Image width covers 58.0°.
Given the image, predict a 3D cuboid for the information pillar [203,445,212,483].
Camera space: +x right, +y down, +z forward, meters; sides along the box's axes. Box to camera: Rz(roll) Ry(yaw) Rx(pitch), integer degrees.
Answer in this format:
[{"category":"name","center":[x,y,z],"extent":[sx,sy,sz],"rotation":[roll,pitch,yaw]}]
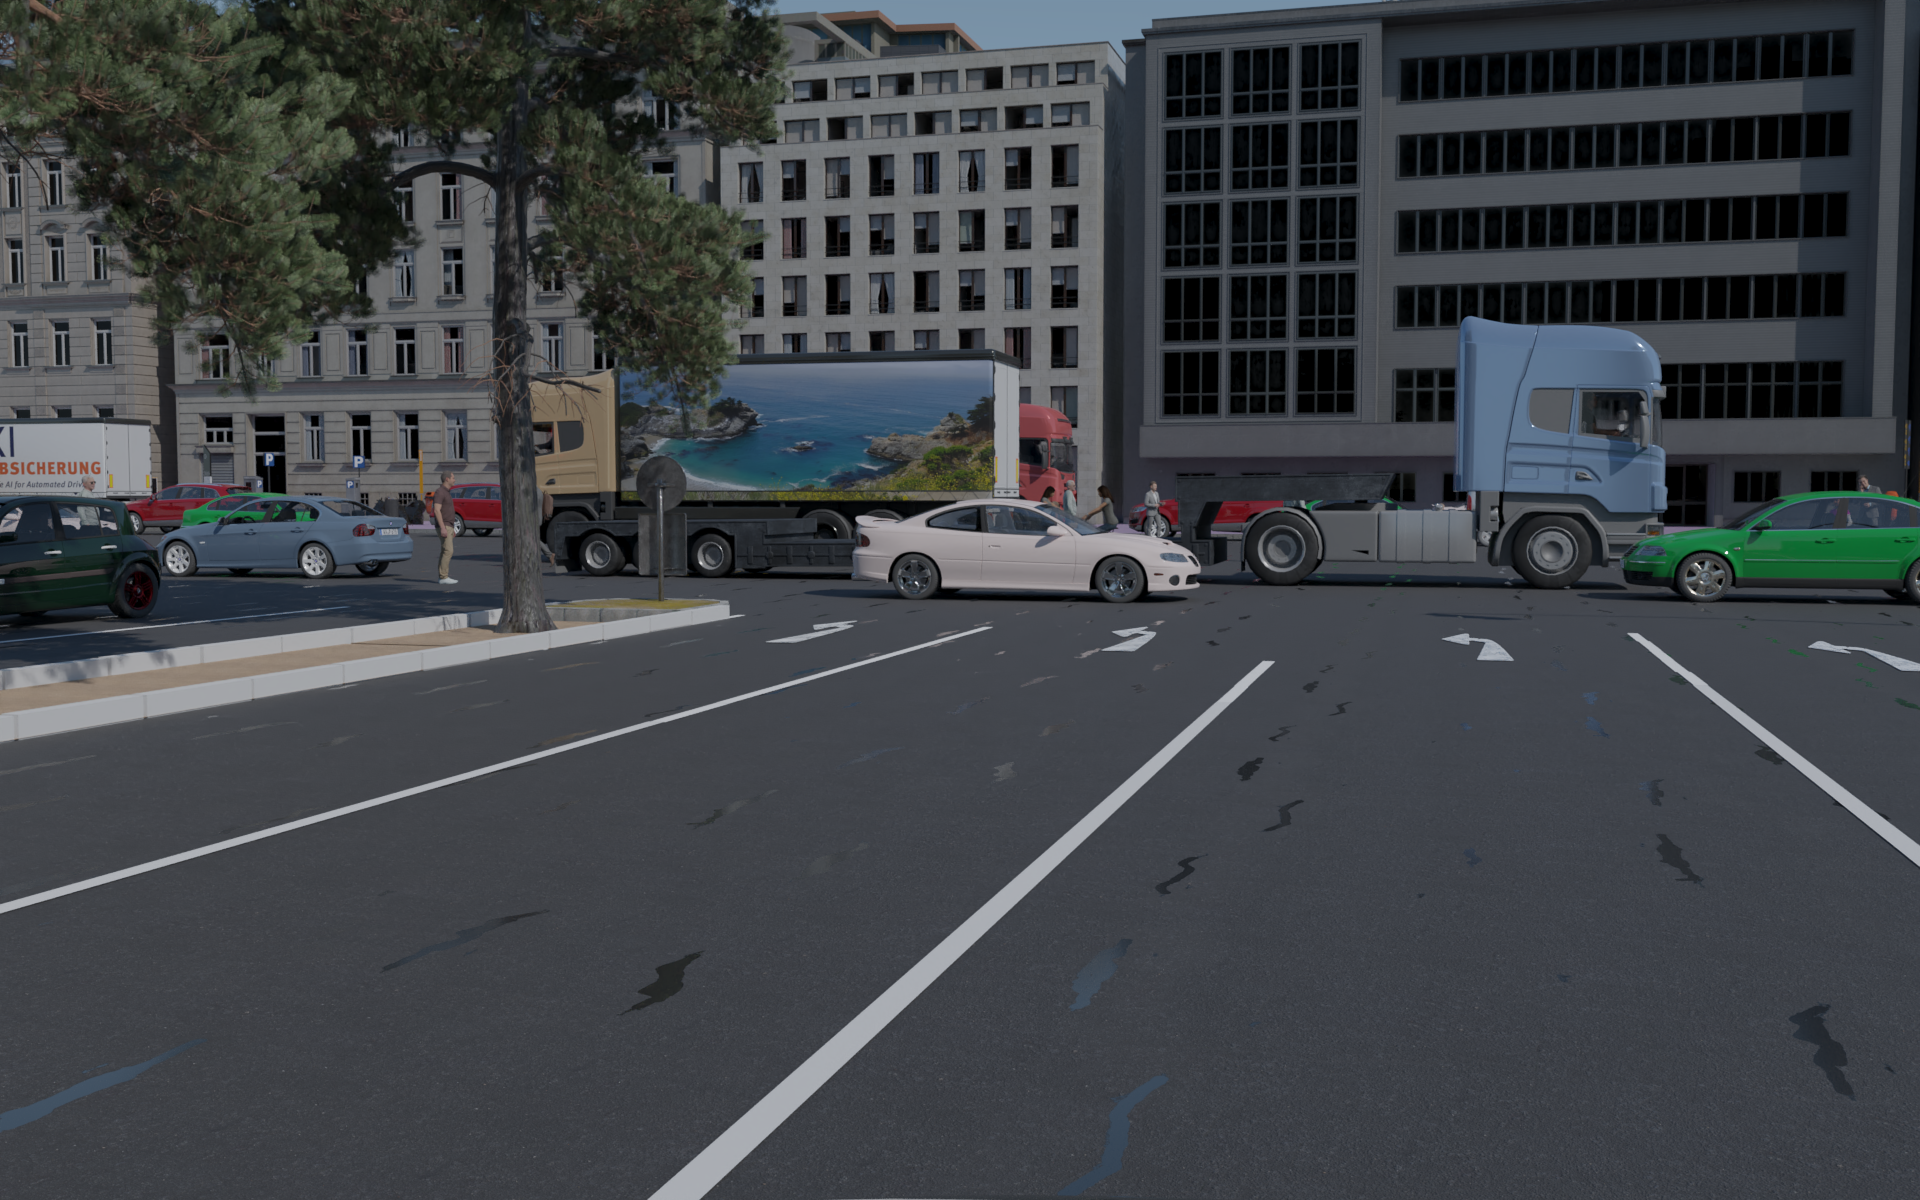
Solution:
[{"category":"information pillar","center":[-35.672,-5.552,82.136],"extent":[0.504,3.616,0.183],"rotation":[2,4,32]}]

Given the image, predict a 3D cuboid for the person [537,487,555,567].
[{"category":"person","center":[-8.235,-1.539,33.630],"extent":[0.822,1.834,0.622],"rotation":[-1,4,-21]}]

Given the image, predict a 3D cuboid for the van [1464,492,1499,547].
[{"category":"van","center":[15.956,-2.481,47.572],"extent":[4.112,2.044,2.013],"rotation":[1,4,17]}]

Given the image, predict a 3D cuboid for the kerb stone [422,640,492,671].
[{"category":"kerb stone","center":[-4.269,0.469,14.531],"extent":[0.120,0.150,1.000],"rotation":[1,4,16]}]

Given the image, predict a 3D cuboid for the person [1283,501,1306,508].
[{"category":"person","center":[6.950,-1.644,35.866],"extent":[0.515,1.767,0.782],"rotation":[-2,4,-34]}]

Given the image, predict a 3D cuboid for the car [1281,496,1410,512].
[{"category":"car","center":[10.464,-2.170,44.271],"extent":[4.718,1.807,1.959],"rotation":[1,4,15]}]

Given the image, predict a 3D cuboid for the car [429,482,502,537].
[{"category":"car","center":[-15.121,-3.014,57.957],"extent":[5.304,1.827,2.281],"rotation":[1,4,16]}]

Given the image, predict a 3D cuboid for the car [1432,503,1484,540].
[{"category":"car","center":[16.129,-2.317,50.238],"extent":[4.827,1.381,2.083],"rotation":[1,4,16]}]

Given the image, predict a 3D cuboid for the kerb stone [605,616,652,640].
[{"category":"kerb stone","center":[-3.414,0.287,17.502],"extent":[0.120,0.150,1.000],"rotation":[1,4,16]}]

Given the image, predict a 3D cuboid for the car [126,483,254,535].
[{"category":"car","center":[-27.184,-3.212,61.197],"extent":[5.304,1.827,2.281],"rotation":[1,4,16]}]

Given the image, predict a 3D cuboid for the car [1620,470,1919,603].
[{"category":"car","center":[11.378,-0.882,23.216],"extent":[4.718,1.807,1.959],"rotation":[1,4,16]}]

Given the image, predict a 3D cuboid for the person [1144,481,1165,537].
[{"category":"person","center":[5.632,-2.522,49.938],"extent":[0.583,1.804,0.606],"rotation":[3,5,44]}]

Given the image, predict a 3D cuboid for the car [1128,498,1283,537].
[{"category":"car","center":[7.868,-2.750,53.633],"extent":[5.304,1.827,2.281],"rotation":[1,4,15]}]

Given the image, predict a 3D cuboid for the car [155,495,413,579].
[{"category":"car","center":[-11.831,-1.118,30.281],"extent":[4.499,1.417,2.014],"rotation":[1,4,16]}]

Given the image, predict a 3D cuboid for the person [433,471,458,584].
[{"category":"person","center":[-8.226,-1.172,27.790],"extent":[0.434,1.807,0.598],"rotation":[0,4,7]}]

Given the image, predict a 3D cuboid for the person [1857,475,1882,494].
[{"category":"person","center":[19.838,-1.806,37.842],"extent":[0.447,1.846,0.655],"rotation":[-3,4,-38]}]

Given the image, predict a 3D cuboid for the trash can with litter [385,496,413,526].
[{"category":"trash can with litter","center":[-23.046,-3.546,69.040],"extent":[2.233,1.210,1.678],"rotation":[-1,4,-11]}]

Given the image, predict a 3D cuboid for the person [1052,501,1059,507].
[{"category":"person","center":[2.352,-1.841,43.269],"extent":[0.373,1.253,0.362],"rotation":[0,3,0]}]

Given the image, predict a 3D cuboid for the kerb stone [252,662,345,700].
[{"category":"kerb stone","center":[-4.835,0.592,12.554],"extent":[0.120,0.150,1.000],"rotation":[1,4,16]}]

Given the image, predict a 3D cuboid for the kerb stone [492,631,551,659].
[{"category":"kerb stone","center":[-3.990,0.408,15.521],"extent":[0.120,0.150,1.000],"rotation":[1,4,16]}]

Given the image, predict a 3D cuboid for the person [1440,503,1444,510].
[{"category":"person","center":[11.482,-1.725,41.713],"extent":[0.382,1.210,0.505],"rotation":[2,4,23]}]

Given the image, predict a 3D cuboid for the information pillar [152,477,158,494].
[{"category":"information pillar","center":[-35.493,-4.387,76.227],"extent":[0.304,2.012,0.304],"rotation":[-3,4,-37]}]

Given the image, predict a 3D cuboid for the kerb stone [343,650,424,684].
[{"category":"kerb stone","center":[-4.555,0.529,13.544],"extent":[0.120,0.150,1.000],"rotation":[1,4,16]}]

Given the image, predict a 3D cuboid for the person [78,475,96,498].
[{"category":"person","center":[-15.477,-1.325,30.645],"extent":[0.515,1.767,0.782],"rotation":[-1,4,-15]}]

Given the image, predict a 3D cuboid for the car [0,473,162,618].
[{"category":"car","center":[-10.672,-0.558,18.905],"extent":[2.009,1.686,4.222],"rotation":[1,4,16]}]

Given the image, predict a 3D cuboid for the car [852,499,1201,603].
[{"category":"car","center":[0.899,-0.707,23.930],"extent":[4.827,1.381,2.083],"rotation":[1,4,15]}]

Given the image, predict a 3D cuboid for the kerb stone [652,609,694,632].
[{"category":"kerb stone","center":[-3.136,0.227,18.492],"extent":[0.120,0.150,1.000],"rotation":[1,4,16]}]

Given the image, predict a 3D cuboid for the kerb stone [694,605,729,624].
[{"category":"kerb stone","center":[-2.851,0.166,19.480],"extent":[0.120,0.150,1.000],"rotation":[1,4,16]}]

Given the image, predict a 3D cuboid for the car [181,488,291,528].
[{"category":"car","center":[-18.315,-2.279,46.051],"extent":[4.718,1.807,1.959],"rotation":[1,4,15]}]

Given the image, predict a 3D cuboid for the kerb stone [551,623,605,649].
[{"category":"kerb stone","center":[-3.702,0.347,16.515],"extent":[0.120,0.150,1.000],"rotation":[1,4,16]}]

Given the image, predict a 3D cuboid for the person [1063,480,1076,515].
[{"category":"person","center":[2.631,-2.023,42.063],"extent":[0.515,1.767,0.782],"rotation":[-1,4,-8]}]
